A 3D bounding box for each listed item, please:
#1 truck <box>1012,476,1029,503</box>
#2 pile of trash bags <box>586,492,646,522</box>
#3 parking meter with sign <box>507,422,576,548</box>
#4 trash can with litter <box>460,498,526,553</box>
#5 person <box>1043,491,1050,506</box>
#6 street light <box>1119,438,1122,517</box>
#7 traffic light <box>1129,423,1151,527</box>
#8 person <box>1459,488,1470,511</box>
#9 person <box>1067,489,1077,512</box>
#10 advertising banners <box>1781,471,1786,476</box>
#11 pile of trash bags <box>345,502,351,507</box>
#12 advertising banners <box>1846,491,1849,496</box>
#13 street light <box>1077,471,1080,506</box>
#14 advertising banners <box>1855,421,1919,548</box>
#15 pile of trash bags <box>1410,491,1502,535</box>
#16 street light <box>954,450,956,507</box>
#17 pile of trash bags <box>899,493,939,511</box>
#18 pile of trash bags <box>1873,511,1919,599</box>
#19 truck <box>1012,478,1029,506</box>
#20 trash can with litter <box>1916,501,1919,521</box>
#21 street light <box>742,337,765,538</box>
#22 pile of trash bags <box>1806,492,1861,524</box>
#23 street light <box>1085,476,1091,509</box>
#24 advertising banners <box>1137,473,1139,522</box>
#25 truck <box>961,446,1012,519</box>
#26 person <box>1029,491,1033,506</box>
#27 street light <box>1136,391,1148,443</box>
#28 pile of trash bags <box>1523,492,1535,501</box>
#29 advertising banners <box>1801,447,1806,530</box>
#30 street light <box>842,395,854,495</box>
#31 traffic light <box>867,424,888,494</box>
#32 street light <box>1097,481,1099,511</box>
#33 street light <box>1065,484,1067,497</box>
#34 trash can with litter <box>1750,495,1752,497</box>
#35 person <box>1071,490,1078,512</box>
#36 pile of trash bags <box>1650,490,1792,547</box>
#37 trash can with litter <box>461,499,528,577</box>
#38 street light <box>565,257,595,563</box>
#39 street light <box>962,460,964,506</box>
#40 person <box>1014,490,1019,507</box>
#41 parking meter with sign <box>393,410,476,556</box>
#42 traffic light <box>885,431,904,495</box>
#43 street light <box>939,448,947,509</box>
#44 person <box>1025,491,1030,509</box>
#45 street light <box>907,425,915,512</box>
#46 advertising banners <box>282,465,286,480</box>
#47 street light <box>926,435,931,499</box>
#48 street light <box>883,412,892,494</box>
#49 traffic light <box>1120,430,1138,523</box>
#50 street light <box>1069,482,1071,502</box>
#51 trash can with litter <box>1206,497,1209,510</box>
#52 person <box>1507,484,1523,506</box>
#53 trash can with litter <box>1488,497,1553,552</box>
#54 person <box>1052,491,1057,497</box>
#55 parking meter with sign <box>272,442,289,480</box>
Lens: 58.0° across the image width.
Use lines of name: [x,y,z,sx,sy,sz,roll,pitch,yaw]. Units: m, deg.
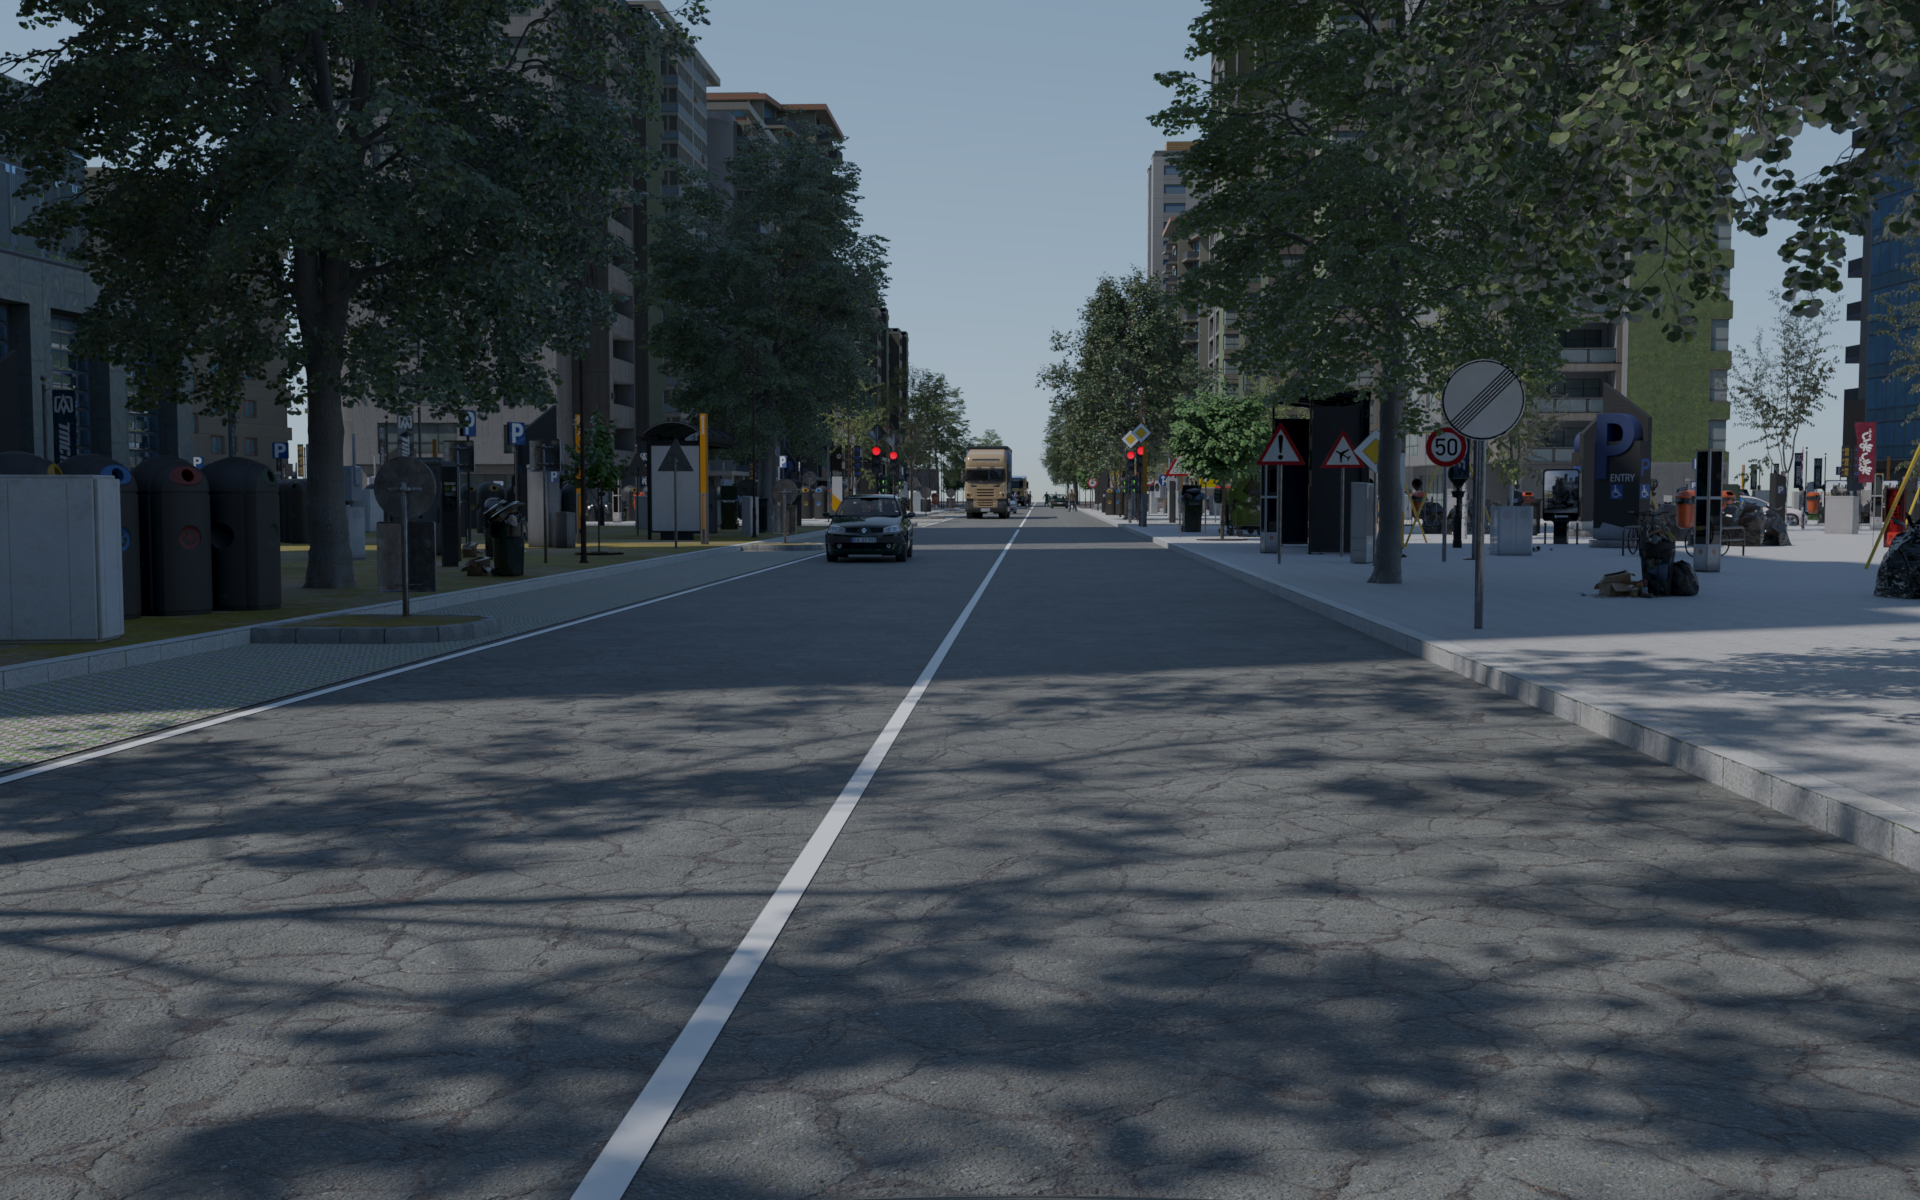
truck: [8.970,-16.444,258.623,2.967,4.110,18.799,0,4,4]
pile of trash bags: [-15.941,-4.309,80.206,3.447,1.369,1.912,2,4,28]
parking meter with sign: [-10.009,-2.772,41.582,1.738,3.016,0.543,2,4,28]
trash can with litter: [-10.640,-1.633,37.757,2.233,1.210,1.678,0,4,-6]
person: [10.474,-12.260,209.500,0.990,1.755,0.434,1,4,19]
street light: [8.881,-7.522,95.771,0.468,5.910,1.993,0,4,3]
traffic light: [7.118,-4.860,68.390,0.839,4.253,0.868,0,4,3]
person: [20.993,-3.872,72.234,0.576,1.772,0.534,2,4,29]
person: [9.101,-8.052,140.063,0.836,1.842,0.656,2,4,32]
advertising banners: [61.766,-8.265,131.322,2.074,3.025,0.090,-1,4,-13]
pile of trash bags: [-23.198,-3.177,61.696,3.447,1.369,1.912,-2,4,-33]
advertising banners: [32.788,-4.102,63.257,2.074,3.025,0.090,-3,5,-45]
street light: [14.125,-14.410,208.392,0.468,5.910,1.993,0,4,3]
advertising banners: [22.315,-2.755,41.227,0.090,3.025,2.074,-3,5,-39]
pile of trash bags: [15.656,-2.832,56.062,1.912,1.369,3.447,-1,4,-20]
street light: [-0.502,-12.213,172.466,0.468,5.910,1.993,0,4,3]
pile of trash bags: [-3.416,-7.884,138.649,3.447,1.369,1.912,0,4,3]
pile of trash bags: [13.182,-0.691,21.049,3.447,1.369,1.912,0,4,0]
truck: [6.502,-12.768,204.686,3.469,3.379,9.791,0,4,4]
trash can with litter: [18.419,-1.300,32.313,2.233,1.210,1.678,-1,4,-23]
street light: [-6.075,-4.784,51.012,0.468,5.910,1.993,0,4,3]
pile of trash bags: [38.130,-4.002,75.181,3.447,1.369,1.912,-1,4,-21]
street light: [12.417,-12.136,171.213,0.468,5.910,1.993,0,4,3]
advertising banners: [8.161,-5.094,79.478,0.090,3.025,2.074,0,4,6]
truck: [1.725,-6.979,103.026,2.839,4.237,11.283,0,4,3]
person: [8.741,-12.622,214.863,0.705,1.824,1.348,-1,4,-18]
street light: [8.051,-6.360,76.780,0.468,5.910,1.993,0,4,3]
pile of trash bags: [23.517,-4.060,76.129,3.447,1.369,1.912,0,3,0]
advertising banners: [30.850,-4.109,63.372,0.090,3.025,2.074,2,4,23]
street light: [-4.955,-6.384,77.174,0.468,5.910,1.993,0,4,3]
traffic light: [-3.283,-4.889,68.858,0.839,4.253,0.868,0,4,3]
street light: [10.585,-9.783,132.743,0.468,5.910,1.993,0,4,3]
street light: [17.930,-19.467,291.080,0.468,5.910,1.993,0,4,3]
trash can with litter: [40.849,-4.812,89.733,1.678,1.210,2.233,2,4,28]
person: [9.349,-8.106,141.615,0.643,1.750,0.593,0,4,-1]
pile of trash bags: [18.823,-2.017,42.729,3.447,1.369,1.912,-2,4,-32]
trash can with litter: [-7.295,-0.959,27.064,1.055,1.170,0.624,1,4,13]
street light: [-7.006,-3.626,32.076,0.468,5.910,1.993,0,4,3]
street light: [0.347,-13.333,190.782,0.468,5.910,1.993,0,4,3]
person: [6.242,-11.076,189.455,0.599,1.838,0.709,2,4,32]
parking meter with sign: [-11.015,-2.442,36.185,1.738,3.016,0.543,1,4,13]
traffic light: [-2.910,-5.377,76.834,0.839,4.253,0.868,0,4,3]
street light: [-1.442,-11.087,154.051,0.468,5.910,1.993,0,4,3]
person: [6.685,-9.920,171.226,0.617,1.759,0.750,0,4,-4]
street light: [-3.209,-8.625,113.804,0.468,5.910,1.993,0,4,3]
advertising banners: [-40.115,-6.570,103.610,0.090,3.025,2.074,0,4,0]
street light: [-2.315,-9.757,132.310,0.468,5.910,1.993,0,4,3]
street light: [-4.017,-7.504,95.486,0.468,5.910,1.993,0,4,3]
traffic light: [7.491,-5.348,76.366,0.839,4.253,0.868,0,4,3]
street light: [15.430,-16.107,236.129,0.468,5.910,1.993,0,4,3]
trash can with litter: [19.910,-7.824,139.309,1.055,1.170,0.624,-2,4,-28]
person: [23.024,-3.887,71.823,0.659,1.850,0.755,1,4,14]
trash can with litter: [12.605,-1.727,39.288,1.678,1.210,2.233,1,4,10]
person: [12.653,-13.442,228.351,1.350,1.814,0.705,0,4,-8]
parking meter with sign: [-22.954,-3.752,57.605,0.543,3.016,1.738,0,4,4]
